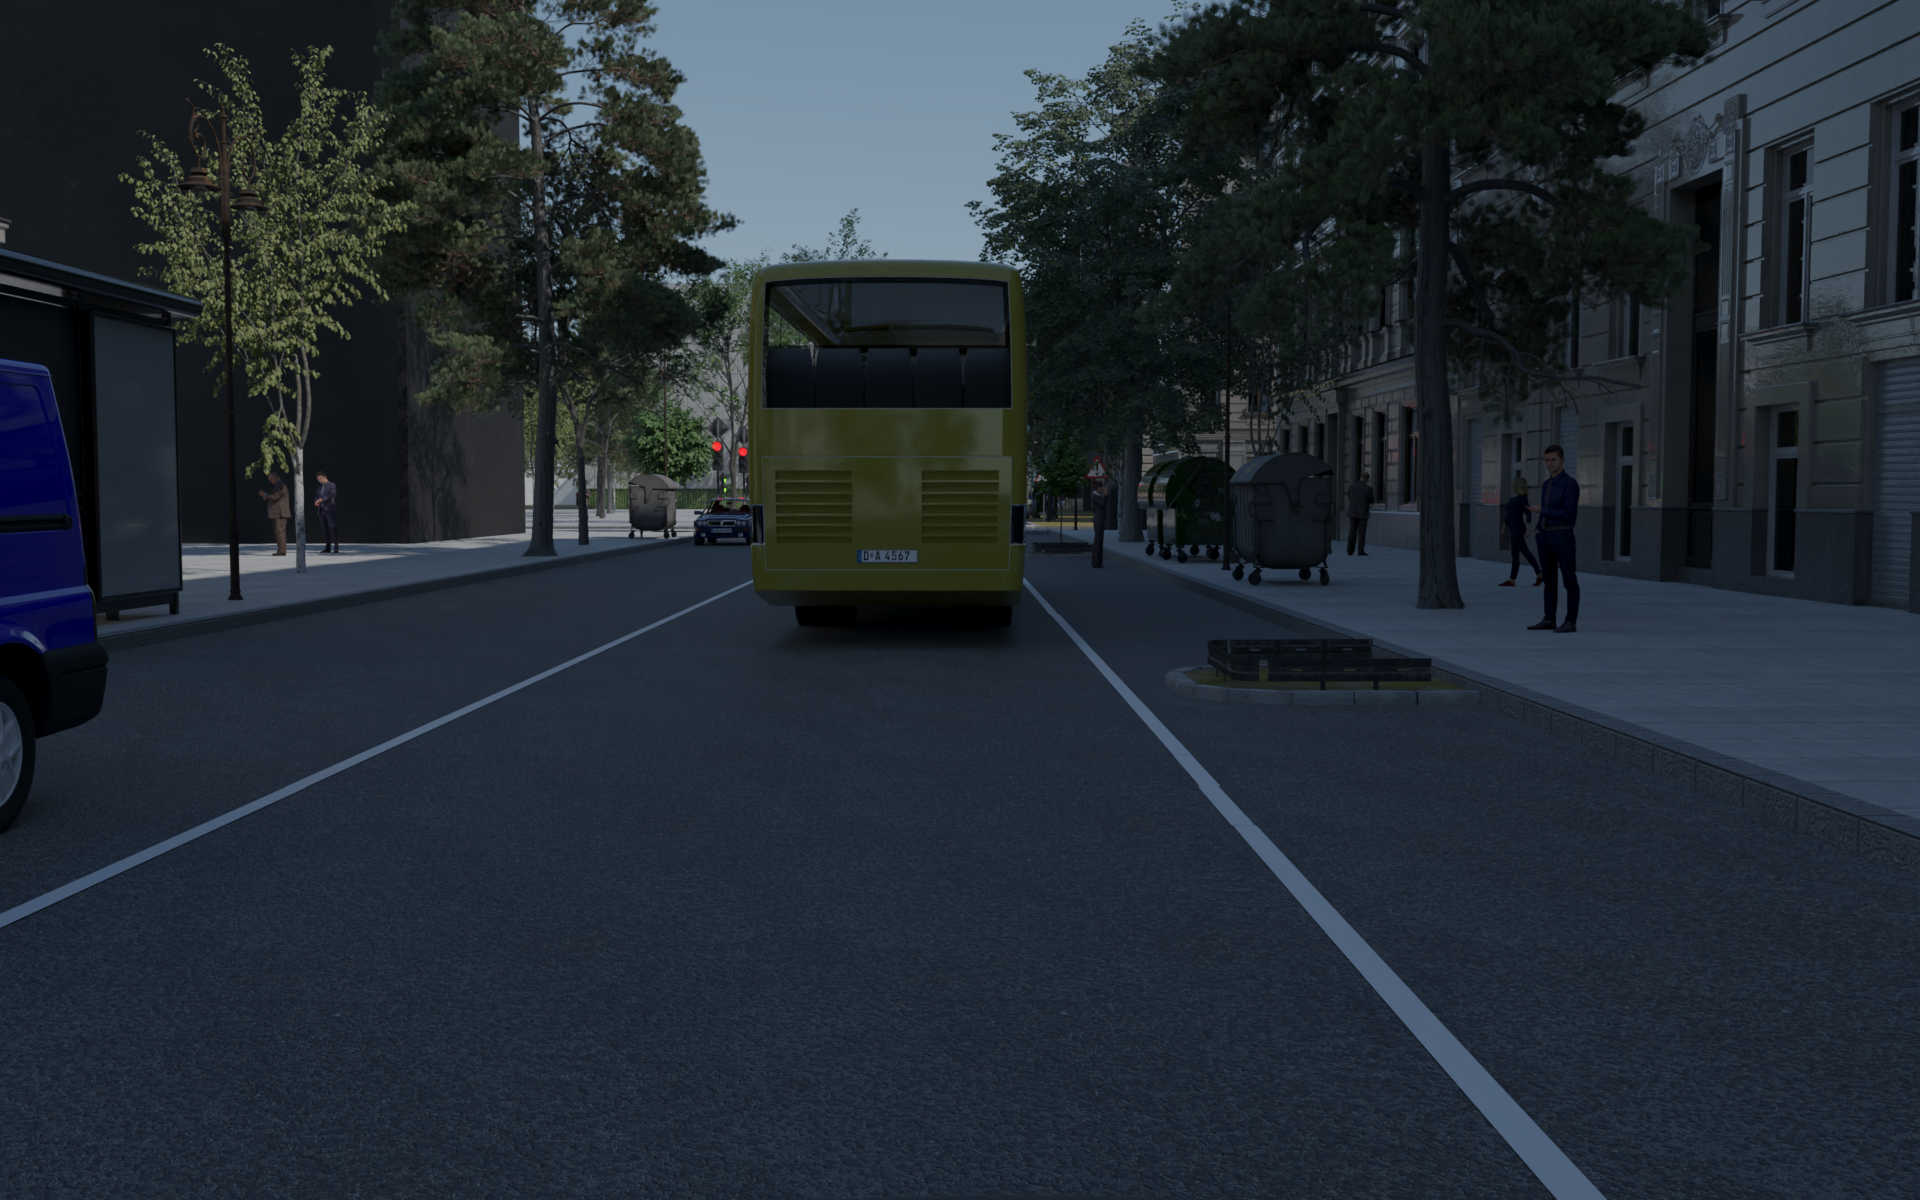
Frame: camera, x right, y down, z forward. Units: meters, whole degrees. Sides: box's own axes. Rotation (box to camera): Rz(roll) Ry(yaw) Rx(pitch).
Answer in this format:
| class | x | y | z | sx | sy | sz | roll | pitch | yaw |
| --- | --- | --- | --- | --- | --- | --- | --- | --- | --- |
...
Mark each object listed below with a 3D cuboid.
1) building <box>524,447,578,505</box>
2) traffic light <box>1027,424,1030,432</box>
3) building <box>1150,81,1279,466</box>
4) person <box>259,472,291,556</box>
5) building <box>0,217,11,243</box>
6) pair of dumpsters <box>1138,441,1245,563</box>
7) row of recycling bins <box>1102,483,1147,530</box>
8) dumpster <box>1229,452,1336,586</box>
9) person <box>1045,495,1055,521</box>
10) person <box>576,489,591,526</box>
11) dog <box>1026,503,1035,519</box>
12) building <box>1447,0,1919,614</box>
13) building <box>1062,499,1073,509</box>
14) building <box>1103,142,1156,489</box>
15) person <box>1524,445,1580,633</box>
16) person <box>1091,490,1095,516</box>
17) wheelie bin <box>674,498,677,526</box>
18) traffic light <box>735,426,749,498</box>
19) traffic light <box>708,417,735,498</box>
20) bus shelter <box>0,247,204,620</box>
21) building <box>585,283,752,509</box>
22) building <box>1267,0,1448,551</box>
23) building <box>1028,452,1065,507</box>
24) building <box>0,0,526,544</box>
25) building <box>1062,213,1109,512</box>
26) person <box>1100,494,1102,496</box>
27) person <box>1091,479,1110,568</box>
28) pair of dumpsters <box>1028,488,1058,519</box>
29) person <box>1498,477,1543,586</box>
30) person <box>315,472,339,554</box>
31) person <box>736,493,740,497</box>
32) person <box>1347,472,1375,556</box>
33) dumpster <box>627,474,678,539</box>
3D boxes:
| class | x | y | z | sx | sy | sz | roll | pitch | yaw |
| --- | --- | --- | --- | --- | --- | --- | --- | --- | --- |
| building | -41.088 | -16.494 | 211.827 | 28.070 | 9.664 | 9.099 | 0 | 4 | 0 |
| traffic light | 2.105 | -4.461 | 62.181 | 0.839 | 4.213 | 0.868 | 0 | 4 | 0 |
| building | 18.313 | -14.079 | 79.339 | 18.267 | 20.994 | 9.793 | 0 | 4 | 0 |
| person | -14.221 | -1.788 | 35.966 | 0.565 | 1.739 | 0.600 | 2 | 4 | 32 |
| building | -18.847 | -9.475 | 5.829 | 10.553 | 20.767 | 40.483 | 0 | 4 | 0 |
| pair of dumpsters | 4.509 | -1.928 | 34.021 | 1.574 | 2.255 | 4.436 | 0 | 4 | 0 |
| row of recycling bins | 6.845 | -3.352 | 61.914 | 3.534 | 1.692 | 1.069 | 0 | 4 | 2 |
| dumpster | 4.638 | -1.172 | 24.926 | 1.264 | 1.857 | 1.865 | 0 | 4 | -1 |
| person | 4.315 | -4.733 | 83.874 | 0.683 | 1.767 | 0.568 | 1 | 4 | 23 |
| person | -15.268 | -3.869 | 70.122 | 0.655 | 1.722 | 0.431 | 2 | 4 | 34 |
| dog | 3.574 | -4.568 | 89.069 | 0.513 | 0.831 | 0.800 | 0 | 4 | 1 |
| building | 15.824 | -13.840 | 23.548 | 12.463 | 27.353 | 25.104 | 0 | 4 | 0 |
| building | 16.847 | -18.268 | 155.098 | 16.016 | 20.091 | 11.380 | 0 | 4 | 0 |
| building | 14.690 | -16.923 | 105.570 | 11.050 | 23.489 | 19.941 | 0 | 4 | 0 |
| person | 5.512 | -0.577 | 16.177 | 0.504 | 1.737 | 0.576 | -2 | 4 | -26 |
| person | 7.928 | -5.755 | 101.596 | 0.517 | 1.644 | 0.566 | 1 | 4 | 22 |
| wheelie bin | -11.933 | -3.800 | 70.042 | 0.693 | 1.594 | 0.980 | 3 | 4 | 38 |
| traffic light | -8.722 | -4.943 | 70.061 | 0.839 | 4.213 | 0.868 | 0 | 4 | 0 |
| traffic light | -8.656 | -4.455 | 62.077 | 0.839 | 4.213 | 0.868 | 0 | 4 | 0 |
| bus shelter | -9.085 | -2.227 | 14.047 | 2.179 | 5.291 | 8.768 | 0 | 4 | 0 |
| building | -23.755 | -18.019 | 161.063 | 16.747 | 18.905 | 31.486 | 0 | 4 | 0 |
| building | 14.962 | -11.166 | 47.186 | 10.561 | 19.102 | 19.286 | 0 | 4 | 0 |
| building | 13.037 | -15.960 | 203.093 | 9.099 | 9.664 | 28.070 | 0 | 4 | 0 |
| building | -22.097 | -13.468 | 49.884 | 15.834 | 23.373 | 12.332 | 0 | 4 | 0 |
| building | 15.008 | -19.047 | 130.489 | 14.314 | 24.678 | 30.058 | 0 | 4 | 0 |
| person | 7.617 | -5.098 | 91.659 | 0.482 | 1.546 | 0.388 | 1 | 4 | 11 |
| person | 2.786 | -1.486 | 33.600 | 0.445 | 1.727 | 0.742 | -2 | 4 | -30 |
| pair of dumpsters | 4.522 | -5.524 | 92.809 | 1.574 | 2.255 | 4.436 | 0 | 4 | 0 |
| person | 7.823 | -0.948 | 24.079 | 0.613 | 1.512 | 0.480 | -1 | 4 | -18 |
| person | -13.727 | -1.892 | 37.429 | 0.683 | 1.767 | 0.568 | 1 | 4 | 22 |
| person | -14.053 | -6.207 | 108.214 | 0.600 | 1.739 | 0.565 | -1 | 4 | -12 |
| person | 8.367 | -1.801 | 36.178 | 0.565 | 1.739 | 0.600 | 1 | 4 | 12 |
| dumpster | -8.934 | -2.724 | 50.298 | 1.264 | 1.857 | 1.865 | 0 | 4 | -1 |
